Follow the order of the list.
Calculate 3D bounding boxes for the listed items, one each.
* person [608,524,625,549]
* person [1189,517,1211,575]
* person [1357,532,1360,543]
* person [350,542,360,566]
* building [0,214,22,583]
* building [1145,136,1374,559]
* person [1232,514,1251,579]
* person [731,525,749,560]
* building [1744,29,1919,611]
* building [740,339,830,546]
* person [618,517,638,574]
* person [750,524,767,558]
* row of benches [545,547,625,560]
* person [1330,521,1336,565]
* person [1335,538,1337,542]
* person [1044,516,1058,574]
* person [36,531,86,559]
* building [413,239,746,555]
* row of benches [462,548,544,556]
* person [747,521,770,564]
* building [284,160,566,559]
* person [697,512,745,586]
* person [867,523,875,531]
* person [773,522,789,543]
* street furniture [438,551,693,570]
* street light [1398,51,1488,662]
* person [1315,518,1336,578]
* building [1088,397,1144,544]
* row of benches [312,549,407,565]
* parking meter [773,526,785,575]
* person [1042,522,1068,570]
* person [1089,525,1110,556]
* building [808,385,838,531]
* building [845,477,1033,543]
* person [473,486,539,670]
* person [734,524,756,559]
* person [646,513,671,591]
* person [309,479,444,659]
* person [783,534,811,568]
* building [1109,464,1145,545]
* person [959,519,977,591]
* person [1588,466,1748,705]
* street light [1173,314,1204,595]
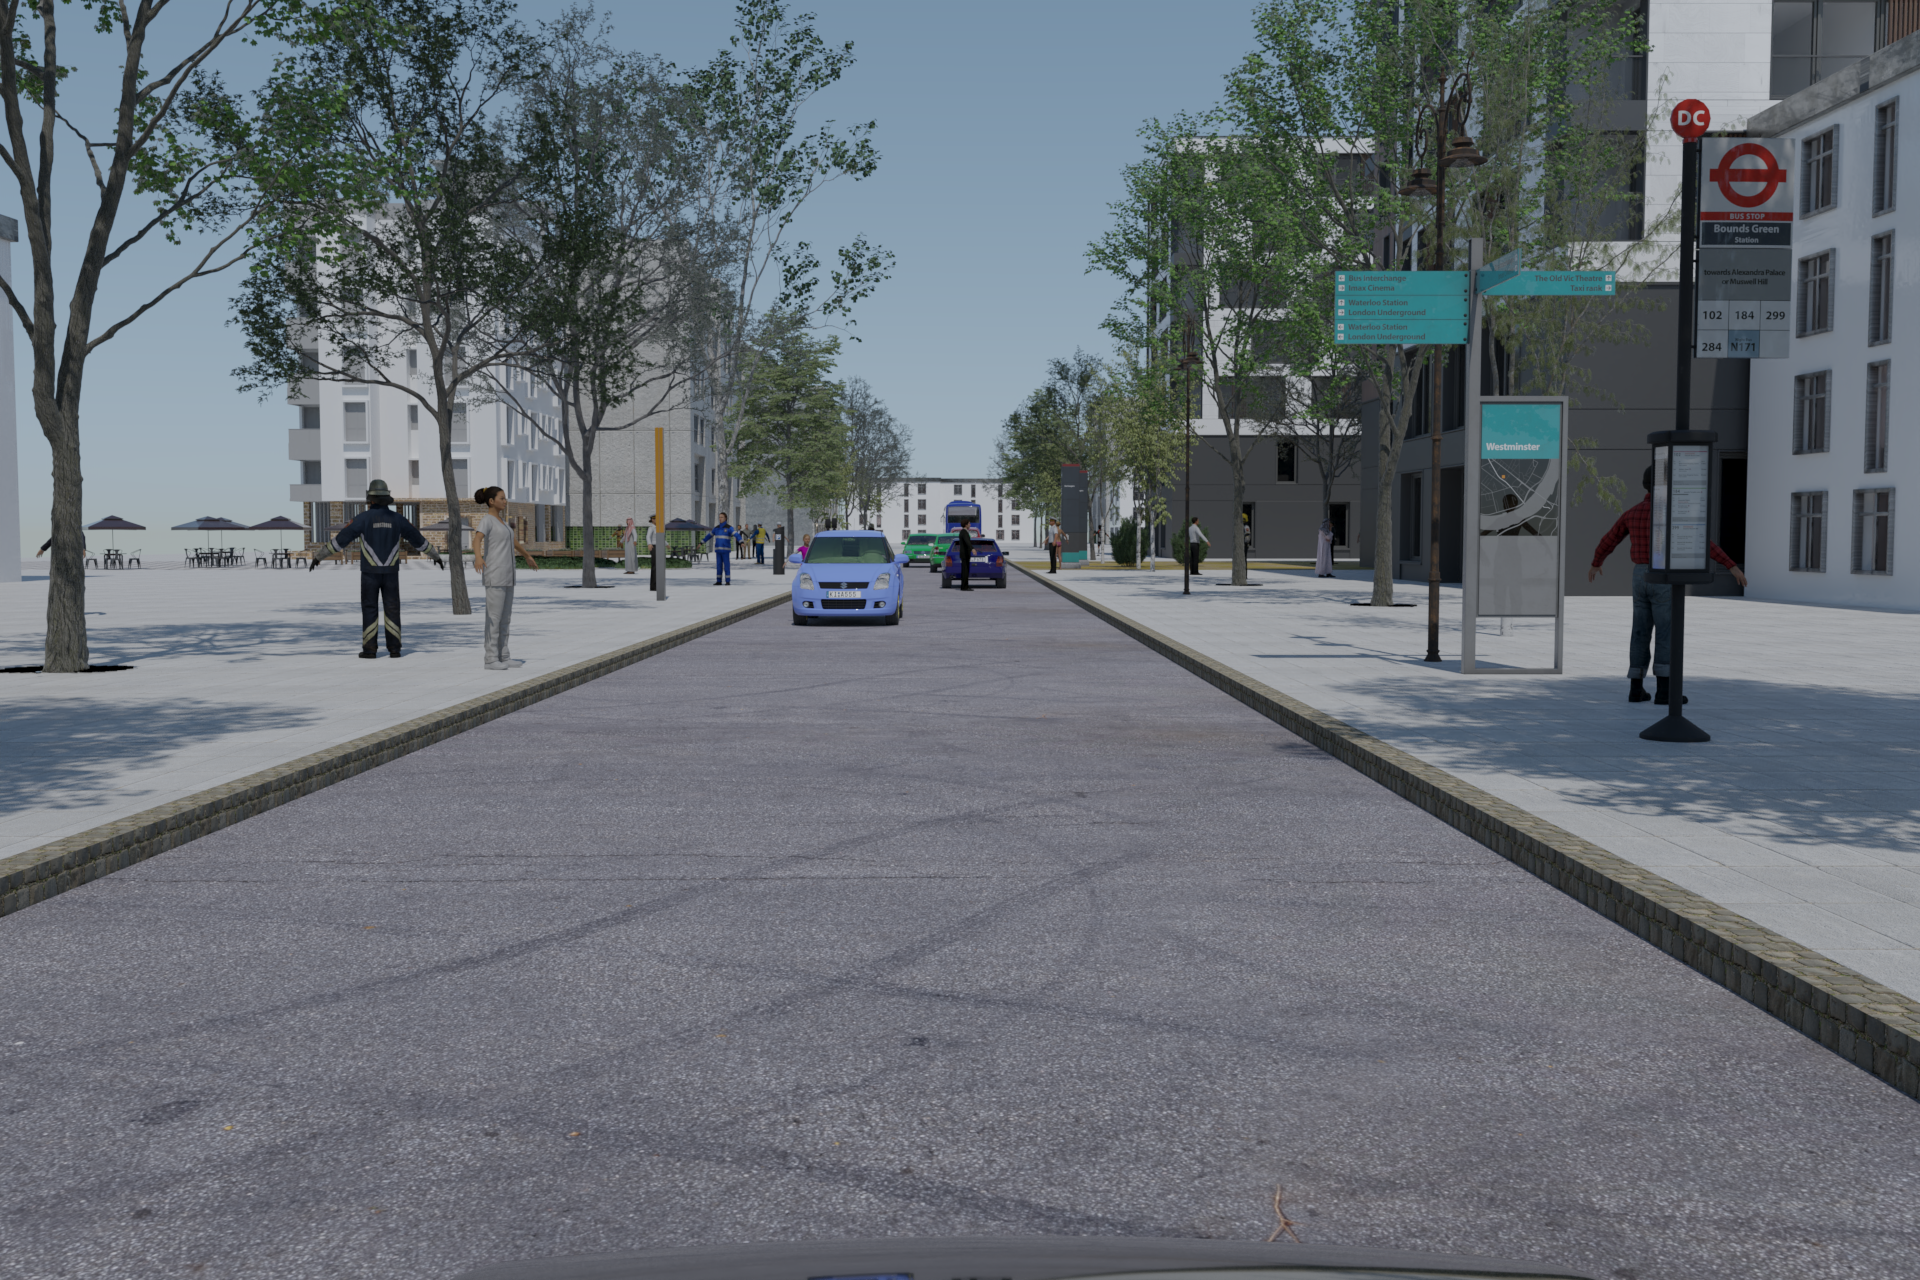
[{"bbox_3d":[-18.742,-5.484,95.435,1.354,1.858,0.705,1,4,9],"label":"person"},{"bbox_3d":[7.353,-2.929,54.044,0.704,1.810,1.344,-2,4,-26],"label":"person"},{"bbox_3d":[16.981,-4.054,72.408,1.347,1.817,0.704,-3,5,-40],"label":"person"},{"bbox_3d":[-23.870,-3.866,69.391,1.347,1.806,0.705,1,4,20],"label":"person"},{"bbox_3d":[-25.901,-5.523,32.445,9.099,9.664,28.070,0,3,0],"label":"building"},{"bbox_3d":[25.007,-15.991,105.435,27.936,21.610,32.646,0,4,0],"label":"building"},{"bbox_3d":[8.016,-2.658,49.229,0.704,1.858,1.351,0,4,-6],"label":"person"},{"bbox_3d":[-10.997,-4.856,86.110,1.216,1.740,0.721,1,4,15],"label":"person"},{"bbox_3d":[20.501,-4.839,21.261,9.099,9.664,28.070,0,4,0],"label":"building"},{"bbox_3d":[-24.864,-22.319,195.847,19.493,23.208,18.063,0,4,0],"label":"building"},{"bbox_3d":[-10.560,-3.007,55.317,0.704,1.811,1.347,-2,4,-33],"label":"person"},{"bbox_3d":[-11.162,-5.409,94.568,1.348,1.813,0.705,1,4,23],"label":"person"},{"bbox_3d":[-16.973,-3.893,79.107,4.104,0.672,1.422,-3,5,-44],"label":"row of benches"},{"bbox_3d":[15.253,-3.995,71.258,0.705,1.837,1.347,1,4,12],"label":"person"},{"bbox_3d":[17.553,-4.669,82.111,0.705,1.856,1.354,2,4,30],"label":"person"},{"bbox_3d":[2.976,-3.076,56.074,0.704,1.855,1.343,-1,4,-9],"label":"person"},{"bbox_3d":[-14.016,-1.289,27.126,1.345,1.823,0.704,2,4,35],"label":"person"},{"bbox_3d":[-24.892,-15.493,119.766,16.747,18.905,31.486,0,4,-1],"label":"building"},{"bbox_3d":[-20.166,-3.701,75.967,4.104,0.672,1.422,-1,4,-13],"label":"row of benches"},{"bbox_3d":[-8.500,-4.130,73.490,0.705,1.833,1.349,3,4,39],"label":"person"},{"bbox_3d":[-28.185,-14.221,88.940,16.016,20.090,11.380,0,3,0],"label":"building"},{"bbox_3d":[-5.913,-2.272,43.119,1.345,1.831,0.704,1,4,21],"label":"person"},{"bbox_3d":[-3.453,-3.602,67.123,0.705,1.856,1.354,0,4,-2],"label":"person"},{"bbox_3d":[-8.209,-4.463,78.824,0.705,1.847,1.347,2,4,26],"label":"person"},{"bbox_3d":[-15.062,-3.010,64.847,10.072,0.657,5.734,3,4,39],"label":"street furniture"},{"bbox_3d":[4.764,-2.720,17.268,0.468,5.910,1.993,0,4,-1],"label":"street light"},{"bbox_3d":[10.771,-2.708,50.980,0.621,1.740,0.551,1,4,9],"label":"person"},{"bbox_3d":[26.658,-22.323,231.436,16.747,18.905,31.486,0,4,0],"label":"building"},{"bbox_3d":[-25.451,-3.535,73.257,4.104,0.672,1.422,-3,5,-44],"label":"row of benches"},{"bbox_3d":[-5.707,-2.822,54.558,0.372,1.533,0.369,0,3,0],"label":"parking meter"},{"bbox_3d":[3.459,-3.402,62.432,1.217,1.733,0.721,-3,4,-38],"label":"person"},{"bbox_3d":[8.192,-5.805,101.049,1.345,1.843,0.704,-1,4,-12],"label":"person"},{"bbox_3d":[-24.766,-21.707,221.359,16.747,18.905,31.486,0,4,-1],"label":"building"},{"bbox_3d":[-3.017,-19.091,256.746,28.070,9.664,9.099,0,4,-2],"label":"building"},{"bbox_3d":[-4.322,-0.593,16.473,0.721,1.739,1.217,1,4,11],"label":"person"},{"bbox_3d":[-10.812,-4.991,87.880,1.348,1.796,0.705,-1,4,-18],"label":"person"},{"bbox_3d":[-6.783,-1.990,38.997,0.721,1.778,1.216,1,4,11],"label":"person"},{"bbox_3d":[-6.003,-0.736,17.909,1.351,1.845,0.704,-2,4,-30],"label":"person"},{"bbox_3d":[-3.011,-1.375,34.206,0.991,1.433,0.599,-1,4,-14],"label":"person"},{"bbox_3d":[22.355,-15.416,194.201,9.099,9.664,28.070,0,3,0],"label":"building"},{"bbox_3d":[0.165,-2.140,43.635,0.705,1.806,1.347,-1,4,-12],"label":"person"},{"bbox_3d":[5.291,-0.429,13.129,0.704,1.816,1.345,-2,4,-32],"label":"person"},{"bbox_3d":[4.814,-3.904,36.617,0.468,5.910,1.993,0,4,0],"label":"street light"}]
